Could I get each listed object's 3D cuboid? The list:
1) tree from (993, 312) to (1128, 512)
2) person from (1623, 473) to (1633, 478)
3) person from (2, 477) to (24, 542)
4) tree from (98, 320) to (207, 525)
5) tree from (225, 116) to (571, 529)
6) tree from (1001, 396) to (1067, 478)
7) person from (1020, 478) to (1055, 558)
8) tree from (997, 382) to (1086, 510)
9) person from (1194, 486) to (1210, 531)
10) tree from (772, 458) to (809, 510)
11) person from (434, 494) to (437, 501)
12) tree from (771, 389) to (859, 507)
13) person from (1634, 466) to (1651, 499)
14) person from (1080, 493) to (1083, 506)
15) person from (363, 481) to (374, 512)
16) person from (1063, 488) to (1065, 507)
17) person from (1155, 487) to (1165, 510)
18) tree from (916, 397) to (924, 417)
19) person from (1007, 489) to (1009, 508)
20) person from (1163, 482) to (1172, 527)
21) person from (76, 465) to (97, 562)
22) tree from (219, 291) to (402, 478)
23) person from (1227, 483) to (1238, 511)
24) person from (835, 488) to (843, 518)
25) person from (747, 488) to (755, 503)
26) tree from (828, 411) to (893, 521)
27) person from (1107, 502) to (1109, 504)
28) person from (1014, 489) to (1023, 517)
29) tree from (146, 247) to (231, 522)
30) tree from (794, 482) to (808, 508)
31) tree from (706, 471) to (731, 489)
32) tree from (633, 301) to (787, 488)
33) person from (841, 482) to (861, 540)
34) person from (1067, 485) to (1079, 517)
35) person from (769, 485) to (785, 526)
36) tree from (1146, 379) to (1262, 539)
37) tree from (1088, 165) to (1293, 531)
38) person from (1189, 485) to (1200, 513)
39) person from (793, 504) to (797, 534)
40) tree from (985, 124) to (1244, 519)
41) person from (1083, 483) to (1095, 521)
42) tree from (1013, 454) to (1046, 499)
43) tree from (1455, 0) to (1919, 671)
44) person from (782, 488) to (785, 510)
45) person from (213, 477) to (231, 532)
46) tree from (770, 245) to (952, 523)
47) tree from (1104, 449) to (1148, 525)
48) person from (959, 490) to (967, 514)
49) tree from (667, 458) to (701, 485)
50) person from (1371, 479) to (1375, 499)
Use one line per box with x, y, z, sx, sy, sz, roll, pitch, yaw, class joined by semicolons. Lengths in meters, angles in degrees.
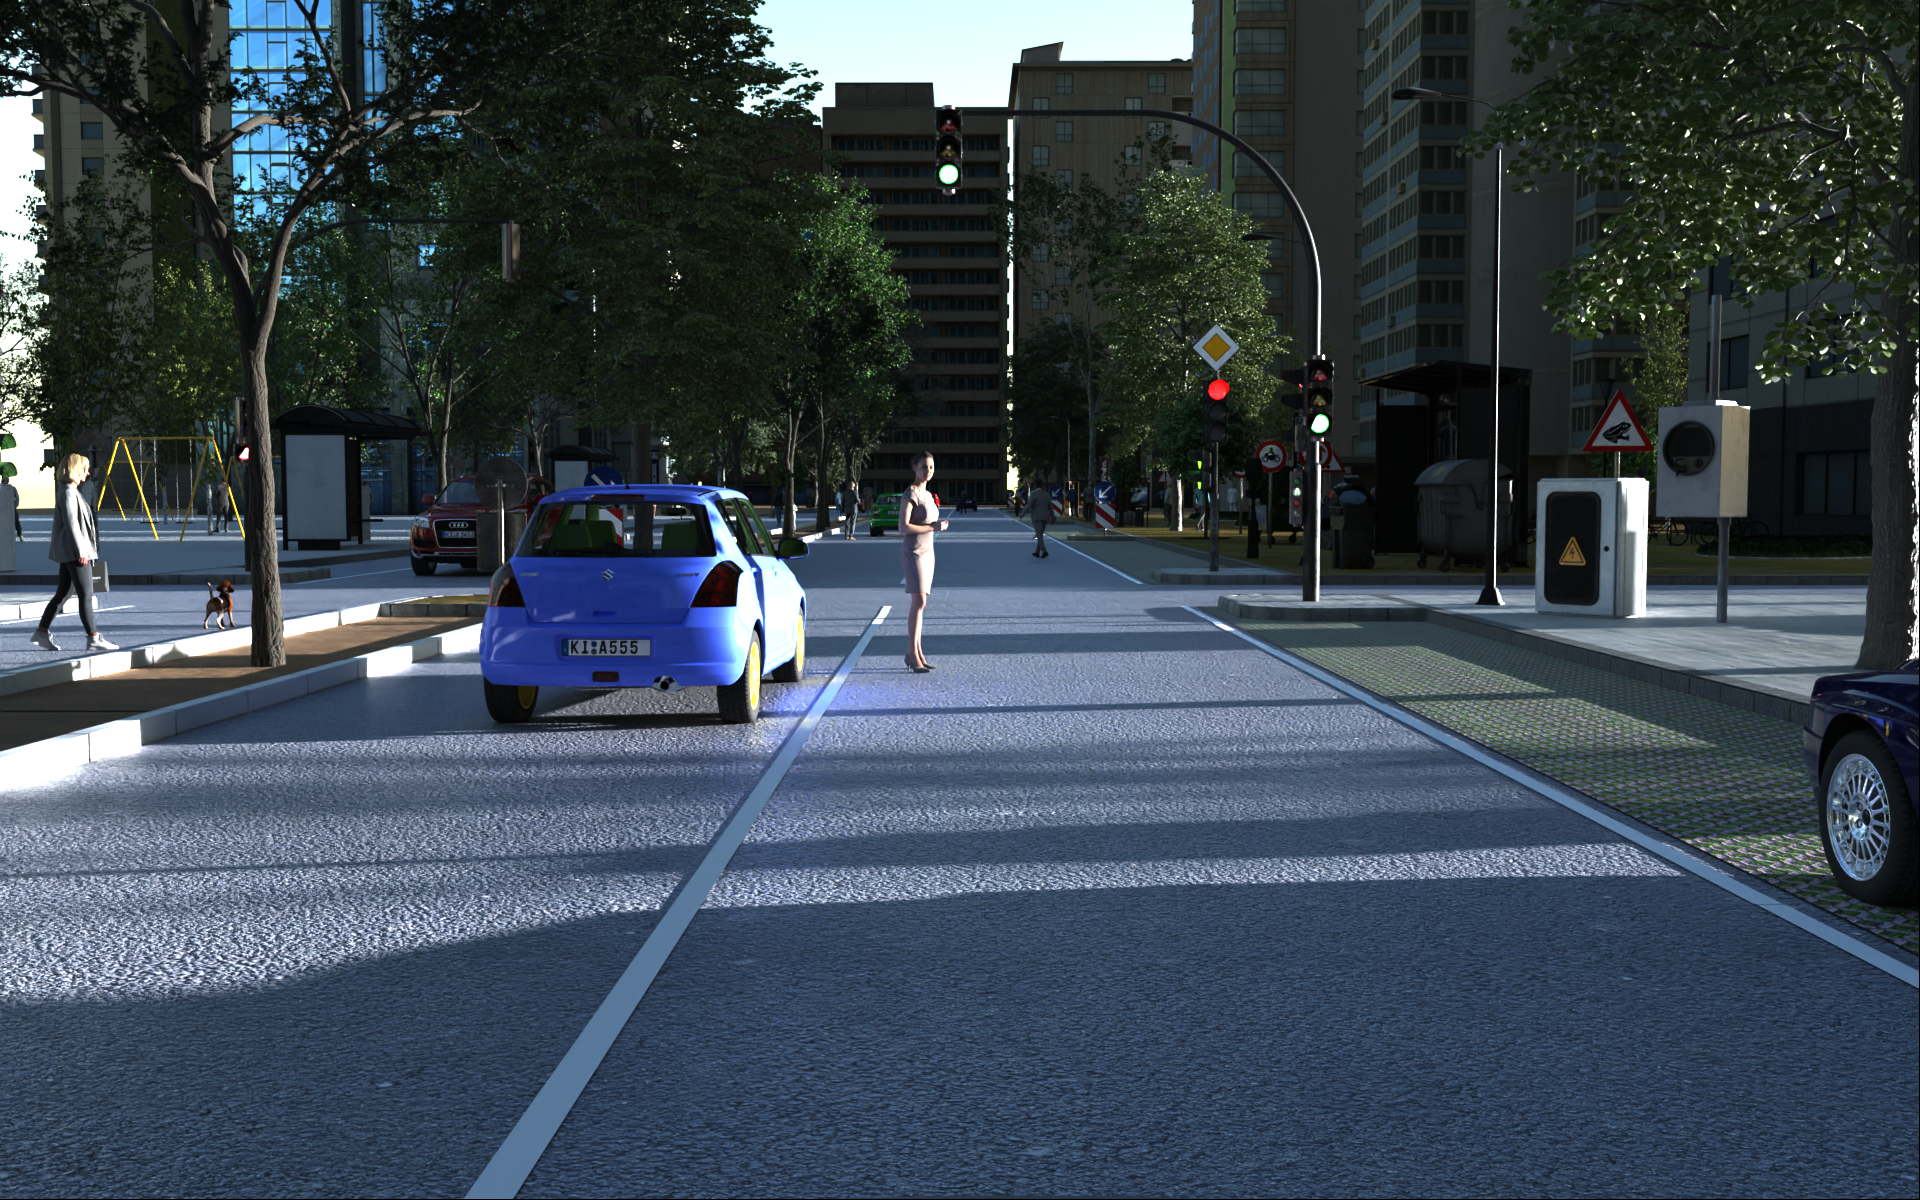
7.141;-13.160;121.822;9.857;13.997;8.962;0;3;0;tree
14.946;-1.966;38.774;0.643;1.750;0.593;-1;4;-17;person
-25.639;-2.445;46.510;0.782;1.767;0.515;-1;4;-9;person
-33.647;-7.472;72.524;4.360;8.622;3.978;0;3;0;tree
-14.760;-7.511;48.565;9.928;11.665;9.643;0;3;0;tree
7.381;-14.640;165.127;9.928;11.665;9.643;0;3;0;tree
1.786;-1.849;38.999;0.678;1.792;0.850;-2;4;-30;person
7.256;-12.692;141.928;8.767;10.594;7.601;0;4;2;tree
8.488;-3.382;61.206;0.748;1.841;0.638;-2;4;-33;person
-14.018;-9.741;142.983;4.285;4.588;4.351;0;3;0;tree
-27.947;-5.137;92.636;0.503;1.515;0.523;0;4;-8;person
-14.482;-15.631;172.576;9.611;12.733;9.660;0;3;0;tree
12.545;-1.594;32.285;0.592;1.802;0.473;2;4;27;person
12.659;-10.438;179.932;0.421;1.427;0.697;0;4;-6;person
-26.286;-4.323;76.573;0.661;1.843;0.795;-3;4;-36;person
10.424;-10.370;175.219;0.705;1.869;1.348;3;5;44;person
16.696;-8.367;142.830;1.348;1.826;0.705;2;4;31;person
-5.698;-8.422;74.567;8.767;10.594;7.601;0;4;0;tree
4.575;-9.467;162.923;0.705;1.869;1.348;0;4;-2;person
8.327;-3.783;68.373;0.515;1.767;0.782;2;4;32;person
-15.647;-1.506;30.773;0.850;1.850;0.679;1;4;21;person
-35.435;-10.849;94.393;9.611;12.733;9.660;0;3;0;tree
13.777;-4.980;87.344;0.514;1.842;0.818;0;4;-7;person
-7.167;-5.749;102.765;0.793;1.790;0.793;0;4;2;person
-16.477;-7.948;136.670;0.721;1.739;1.217;1;4;21;person
-5.602;-8.578;93.062;4.360;8.622;3.978;0;3;0;tree
11.547;-7.790;134.093;1.217;1.739;0.721;-3;4;-38;person
3.715;-6.141;109.629;0.721;1.736;1.217;1;4;21;person
-24.560;-8.413;63.301;9.928;11.665;9.643;0;3;0;tree
-14.365;-9.815;155.075;1.663;3.219;1.824;0;3;0;tree
-14.782;-6.937;108.017;1.663;3.219;1.824;0;3;0;tree
-13.993;-11.837;100.186;9.857;13.997;8.962;0;3;0;tree
-3.379;-2.777;54.085;0.661;1.801;0.590;1;4;20;person
6.272;-5.479;95.802;0.721;1.800;0.419;0;4;-2;person
-8.041;-4.141;76.184;0.794;1.824;0.713;-2;4;-26;person
6.980;-4.034;49.665;4.285;4.588;4.351;0;3;0;tree
7.946;-8.702;60.407;7.486;12.596;7.792;0;3;0;tree
15.201;-6.397;110.260;1.348;1.869;0.705;2;4;25;person
-6.022;-3.014;62.055;0.425;1.301;0.394;-2;4;-30;person
8.060;-14.219;88.377;12.611;20.169;13.585;0;3;0;tree
6.123;-4.631;81.949;0.592;1.802;0.473;2;4;33;person
7.057;-13.905;177.708;4.737;8.622;4.395;0;3;0;tree
7.240;-5.767;12.413;7.486;12.596;7.792;0;3;0;tree
-13.833;-7.926;136.361;1.217;1.736;0.721;-1;4;-12;person
-24.828;-3.199;58.155;0.447;1.846;0.655;3;4;37;person
-5.441;-10.492;84.364;12.009;13.543;11.850;0;3;0;tree
7.164;-4.776;72.682;1.663;3.219;1.824;0;3;0;tree
0.226;-7.077;125.134;0.541;1.710;0.530;1;4;18;person
-14.078;-5.677;87.427;1.663;3.219;1.824;0;3;0;tree
12.535;-2.772;51.703;0.599;1.781;0.374;0;4;7;person
